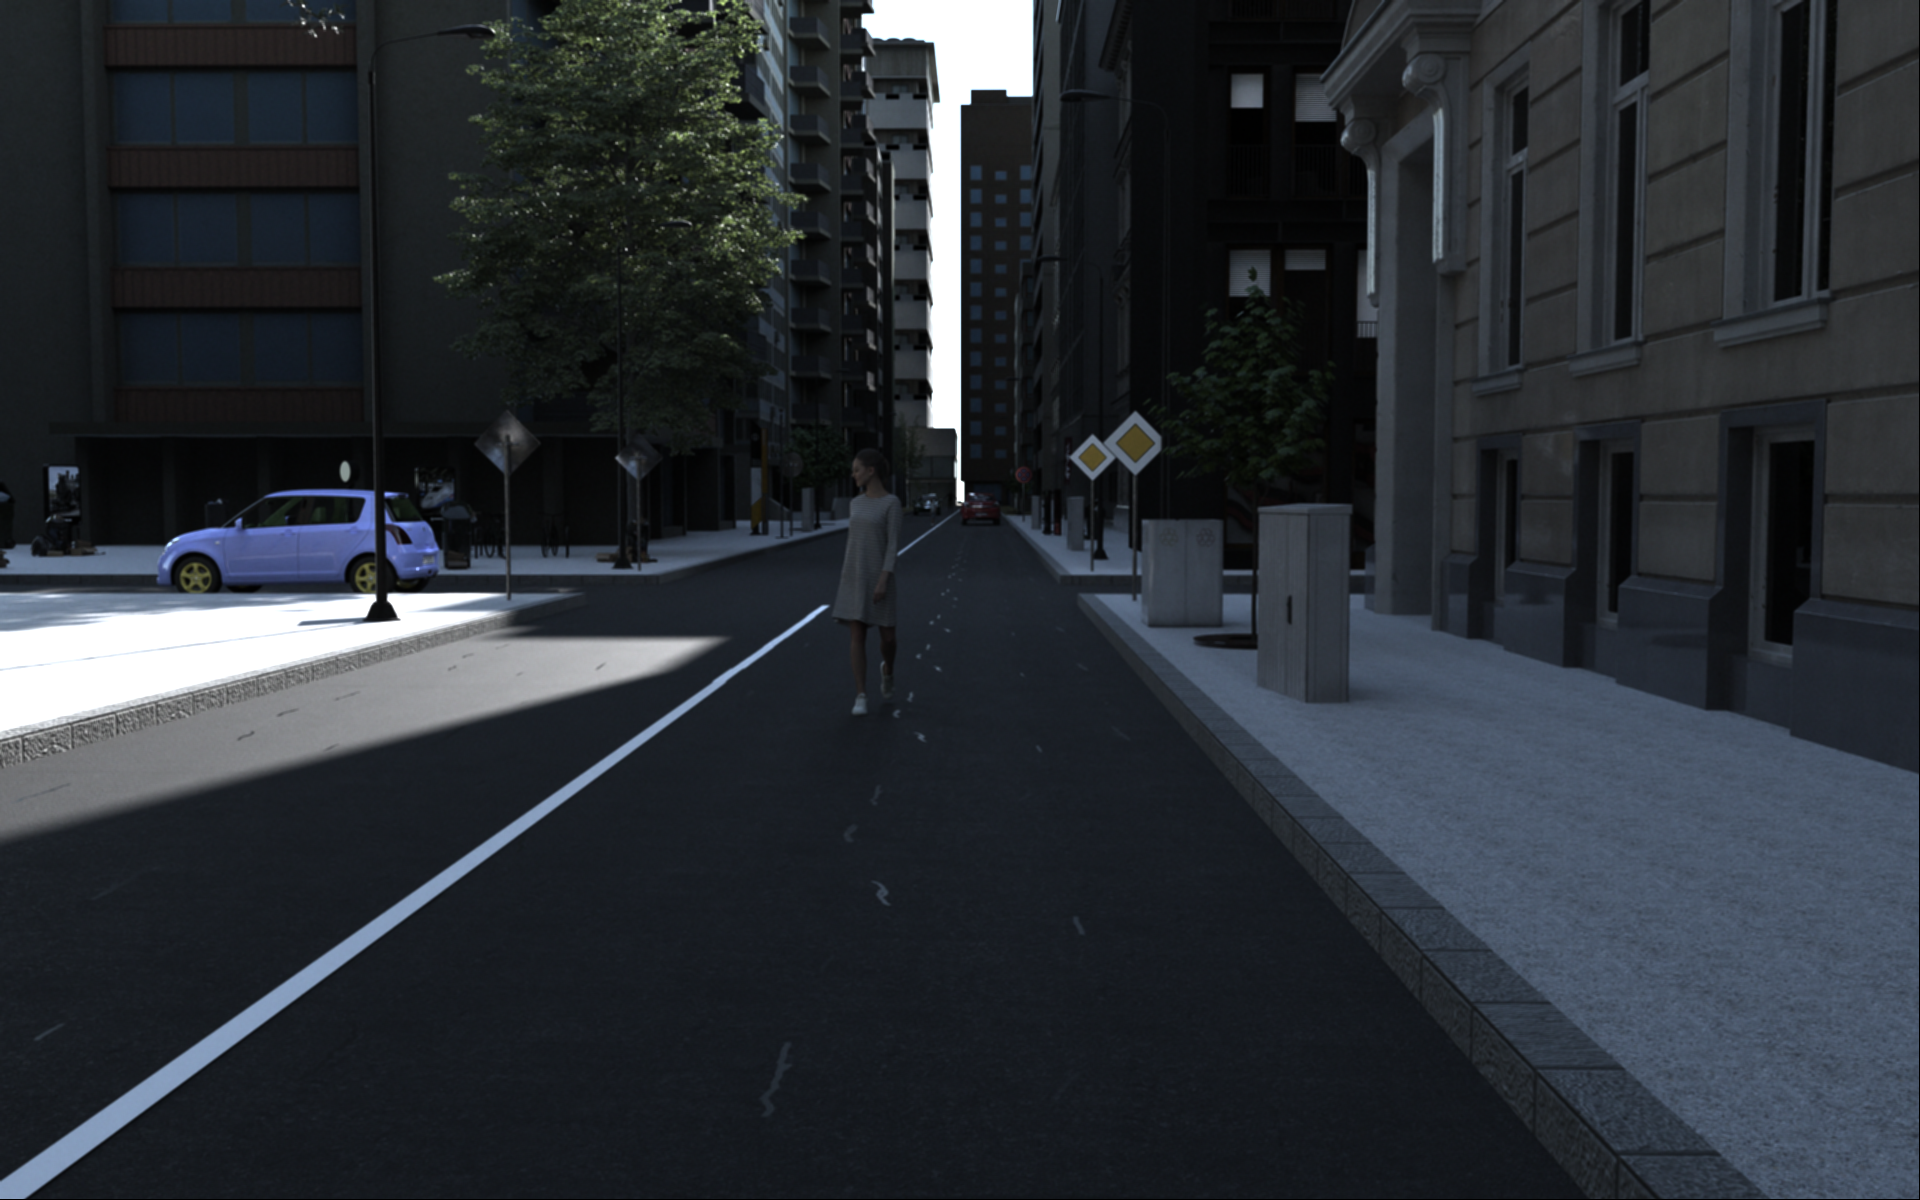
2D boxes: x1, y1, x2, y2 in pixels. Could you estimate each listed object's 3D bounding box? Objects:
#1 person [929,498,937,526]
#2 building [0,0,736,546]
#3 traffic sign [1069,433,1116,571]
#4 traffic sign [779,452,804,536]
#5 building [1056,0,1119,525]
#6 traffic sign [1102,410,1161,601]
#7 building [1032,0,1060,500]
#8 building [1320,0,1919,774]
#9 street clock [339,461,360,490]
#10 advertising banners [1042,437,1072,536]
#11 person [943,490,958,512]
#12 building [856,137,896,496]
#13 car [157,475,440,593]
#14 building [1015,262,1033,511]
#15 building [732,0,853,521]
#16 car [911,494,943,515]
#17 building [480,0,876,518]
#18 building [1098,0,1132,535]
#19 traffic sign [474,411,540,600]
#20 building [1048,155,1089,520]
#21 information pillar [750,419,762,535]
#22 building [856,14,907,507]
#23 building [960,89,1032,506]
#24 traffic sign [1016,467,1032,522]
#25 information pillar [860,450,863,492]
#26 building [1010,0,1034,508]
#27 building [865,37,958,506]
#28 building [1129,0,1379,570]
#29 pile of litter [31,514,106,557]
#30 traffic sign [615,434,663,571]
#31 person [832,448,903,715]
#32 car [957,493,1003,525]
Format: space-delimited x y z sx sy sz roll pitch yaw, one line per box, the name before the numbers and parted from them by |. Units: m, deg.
person | -1.220 -4.003 78.628 0.352 1.250 0.332 0 4 -7
building | -18.018 -24.466 54.646 22.147 44.769 28.867 0 4 1
traffic sign | 2.195 -1.535 28.737 0.795 2.450 0.064 0 4 1
traffic sign | -5.141 -3.217 52.710 0.768 2.556 0.104 1 4 8
building | 11.669 -17.079 72.755 14.314 27.812 24.014 0 4 1
traffic sign | 2.094 -1.047 20.753 0.795 2.450 0.064 0 4 1
building | 15.939 -30.202 117.508 21.300 48.544 21.600 0 4 1
building | 10.633 -13.632 8.782 13.634 28.700 20.117 0 4 1
street clock | -13.201 -2.014 37.501 0.471 2.002 0.358 3 5 41
advertising banners | 3.024 -3.521 53.758 0.090 3.025 2.074 -1 4 -22
person | -0.754 -7.930 138.672 1.217 1.766 0.721 0 4 4
building | -12.612 -22.526 139.994 14.160 30.474 14.107 0 4 1
car | -9.228 -0.893 24.186 3.694 1.707 1.945 0 4 0
building | 18.639 -18.255 143.504 27.650 21.520 28.899 0 4 1
building | -22.034 -24.301 89.204 32.217 40.220 23.993 0 4 1
car | -2.243 -6.519 118.388 2.131 1.459 4.920 0 4 0
building | -17.266 -28.351 118.167 22.147 44.769 28.867 0 4 1
building | 10.013 -11.425 51.429 10.561 19.102 19.286 0 4 1
traffic sign | -5.449 -1.054 20.868 0.795 2.450 0.064 0 4 1
building | 10.037 -15.015 94.654 9.793 20.994 18.267 0 4 1
information pillar | -6.324 -3.843 54.189 0.504 3.616 0.183 -1 4 -20
building | -21.099 -52.185 165.904 31.000 86.520 22.319 0 4 1
building | 7.195 -33.328 195.025 14.200 45.320 14.600 0 4 1
traffic sign | 2.952 -4.899 80.210 0.768 2.556 0.104 0 4 1
information pillar | -5.199 -6.115 91.333 0.183 3.616 0.504 0 4 2
building | 15.259 -44.585 167.219 20.563 71.187 20.611 0 4 1
building | -14.132 -37.489 202.187 27.495 52.752 28.713 0 4 1
building | 11.867 -12.528 34.512 15.834 23.373 12.332 0 4 1
pile of litter | -18.593 -1.356 36.132 1.176 0.858 1.719 2 4 29
traffic sign | -5.348 -1.542 28.852 0.795 2.450 0.064 0 4 1
person | -0.596 -0.138 11.511 0.466 1.731 0.760 0 4 4
car | 0.944 -4.420 81.315 2.155 1.783 4.494 0 4 -1
